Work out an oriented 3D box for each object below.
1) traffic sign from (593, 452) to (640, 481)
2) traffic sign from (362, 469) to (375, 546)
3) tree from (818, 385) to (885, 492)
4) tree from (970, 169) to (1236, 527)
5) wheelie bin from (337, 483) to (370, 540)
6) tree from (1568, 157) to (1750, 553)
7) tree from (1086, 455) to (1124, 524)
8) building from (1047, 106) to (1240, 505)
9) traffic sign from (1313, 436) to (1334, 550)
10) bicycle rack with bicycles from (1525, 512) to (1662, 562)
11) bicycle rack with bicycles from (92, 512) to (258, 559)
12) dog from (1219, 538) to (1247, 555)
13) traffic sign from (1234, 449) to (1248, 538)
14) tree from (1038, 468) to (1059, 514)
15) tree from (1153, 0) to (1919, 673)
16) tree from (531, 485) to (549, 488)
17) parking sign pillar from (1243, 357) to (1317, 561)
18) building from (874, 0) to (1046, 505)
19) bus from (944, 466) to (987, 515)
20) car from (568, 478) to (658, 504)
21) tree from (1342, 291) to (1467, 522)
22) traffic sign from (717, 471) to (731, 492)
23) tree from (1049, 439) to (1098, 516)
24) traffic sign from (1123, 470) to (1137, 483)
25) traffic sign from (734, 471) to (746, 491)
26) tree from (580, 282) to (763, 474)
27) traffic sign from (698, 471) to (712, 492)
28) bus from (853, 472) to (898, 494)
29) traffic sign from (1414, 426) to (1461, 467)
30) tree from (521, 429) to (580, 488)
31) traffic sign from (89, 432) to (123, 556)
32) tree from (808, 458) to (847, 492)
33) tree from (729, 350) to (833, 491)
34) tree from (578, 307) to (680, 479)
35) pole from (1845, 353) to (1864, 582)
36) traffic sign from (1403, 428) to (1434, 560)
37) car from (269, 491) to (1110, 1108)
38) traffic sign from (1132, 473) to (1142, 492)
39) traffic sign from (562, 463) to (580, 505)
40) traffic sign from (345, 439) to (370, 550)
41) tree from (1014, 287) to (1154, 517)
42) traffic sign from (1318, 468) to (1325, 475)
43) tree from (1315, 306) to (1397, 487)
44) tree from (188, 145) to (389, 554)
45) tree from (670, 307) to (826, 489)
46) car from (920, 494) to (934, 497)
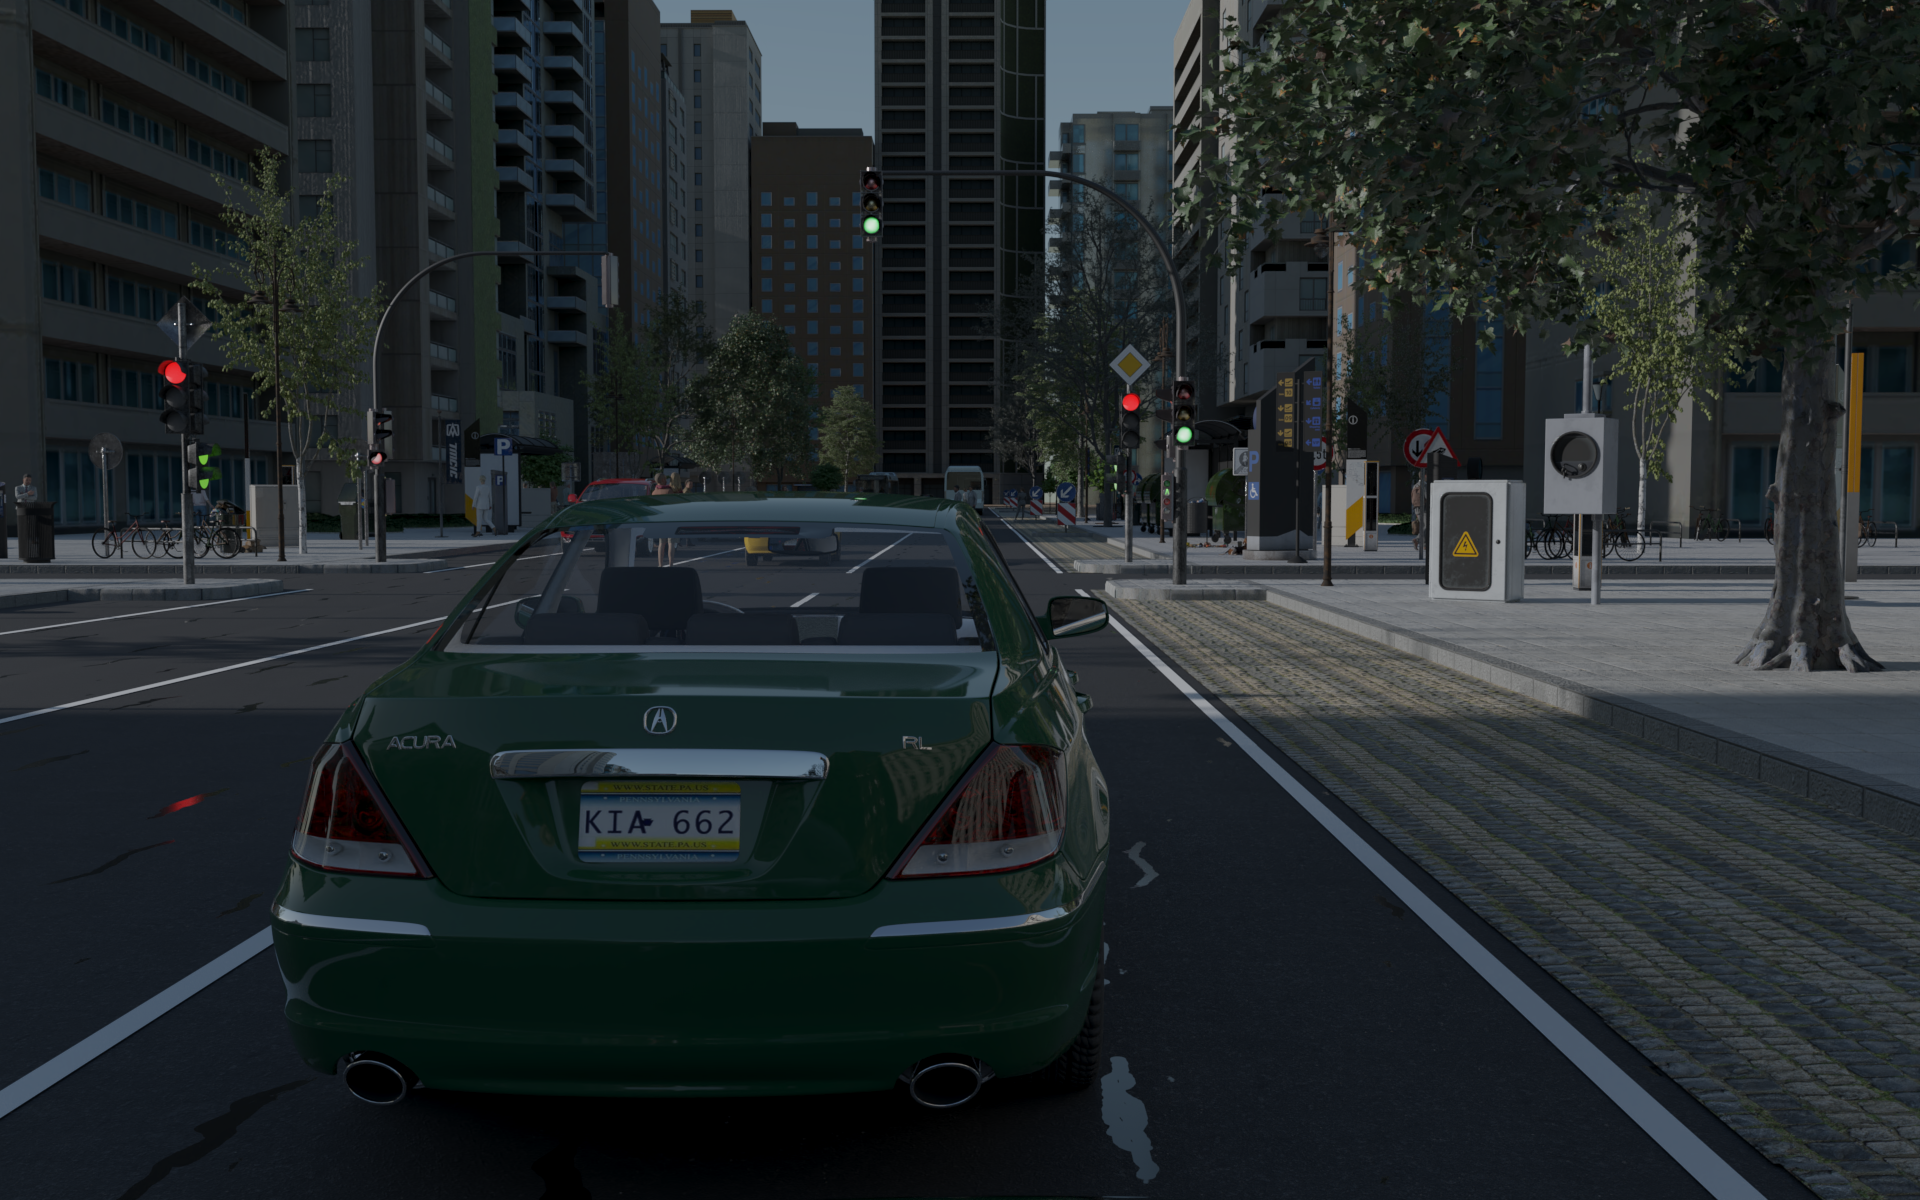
[{"bbox_3d":[-16.613,-5.502,83.832,2.265,3.308,0.079,0,4,3],"label":"traffic sign"},{"bbox_3d":[-14.665,-2.608,42.748,0.768,2.556,0.104,1,4,8],"label":"traffic sign"},{"bbox_3d":[-11.487,-16.050,180.537,7.486,12.596,7.792,0,3,0],"label":"tree"},{"bbox_3d":[5.595,-9.558,66.643,12.009,13.543,11.850,0,3,0],"label":"tree"},{"bbox_3d":[-17.007,-2.488,48.586,0.980,1.594,0.693,1,4,19],"label":"wheelie bin"},{"bbox_3d":[14.994,-5.313,37.226,4.737,8.622,4.395,0,3,0],"label":"tree"},{"bbox_3d":[6.147,-4.848,73.869,1.663,3.219,1.824,0,3,0],"label":"tree"},{"bbox_3d":[26.200,-36.508,216.508,30.456,49.044,23.786,0,4,0],"label":"building"},{"bbox_3d":[7.662,-2.277,37.331,0.768,2.556,0.104,0,4,3],"label":"traffic sign"},{"bbox_3d":[12.011,-1.231,33.502,2.925,0.926,2.852,-1,4,-13],"label":"bicycle rack with bicycles"},{"bbox_3d":[-15.469,-1.309,34.786,2.925,0.926,2.852,2,4,25],"label":"bicycle rack with bicycles"},{"bbox_3d":[5.861,-1.143,36.421,0.748,0.427,0.550,3,4,37],"label":"dog"},{"bbox_3d":[6.371,-2.225,38.503,0.606,2.300,0.079,0,4,3],"label":"traffic sign"},{"bbox_3d":[6.725,-8.204,128.743,1.663,3.219,1.824,0,3,0],"label":"tree"},{"bbox_3d":[6.186,-5.842,12.528,9.611,12.733,9.660,0,3,0],"label":"tree"},{"bbox_3d":[-21.879,-5.977,92.333,1.663,3.219,1.824,0,3,0],"label":"tree"},{"bbox_3d":[6.294,-2.782,33.959,1.447,3.967,1.447,-2,4,-26],"label":"parking sign pillar"},{"bbox_3d":[0.241,-47.428,213.698,20.611,71.187,20.563,0,4,0],"label":"building"},{"bbox_3d":[0.371,-7.671,120.281,2.948,3.499,13.247,0,4,1],"label":"bus"},{"bbox_3d":[-8.073,-2.004,41.446,2.281,1.827,5.304,0,4,1],"label":"car"},{"bbox_3d":[15.513,-6.698,59.867,4.360,8.622,3.978,0,3,0],"label":"tree"},{"bbox_3d":[-13.168,-5.910,96.735,0.768,2.556,0.104,0,4,1],"label":"traffic sign"},{"bbox_3d":[6.928,-7.284,102.810,4.285,4.588,4.351,0,3,0],"label":"tree"},{"bbox_3d":[8.486,-5.316,87.014,0.768,2.556,0.104,0,4,4],"label":"traffic sign"},{"bbox_3d":[-12.324,-5.916,96.825,0.768,2.556,0.104,0,4,2],"label":"traffic sign"},{"bbox_3d":[-13.106,-8.670,76.173,7.601,10.594,8.767,2,4,34],"label":"tree"},{"bbox_3d":[-14.307,-5.940,97.225,0.768,2.556,0.104,0,4,4],"label":"traffic sign"},{"bbox_3d":[-6.780,-9.020,142.336,2.948,3.499,13.247,0,4,2],"label":"bus"},{"bbox_3d":[9.197,-2.043,33.405,0.884,2.594,0.081,0,4,5],"label":"traffic sign"},{"bbox_3d":[-20.788,-6.315,86.961,4.285,4.588,4.351,0,3,0],"label":"tree"},{"bbox_3d":[-17.640,-2.181,35.759,0.768,2.556,0.104,1,4,9],"label":"traffic sign"},{"bbox_3d":[-12.779,-11.402,170.138,4.285,4.588,4.351,0,3,0],"label":"tree"},{"bbox_3d":[-12.558,-11.905,120.400,9.928,11.665,9.643,0,3,0],"label":"tree"},{"bbox_3d":[-12.776,-7.180,67.750,4.737,8.622,4.395,0,3,0],"label":"tree"},{"bbox_3d":[12.998,-1.917,25.185,0.158,3.312,0.155,0,3,0],"label":"pole"},{"bbox_3d":[9.007,-2.058,33.755,0.768,2.556,0.104,0,4,4],"label":"traffic sign"},{"bbox_3d":[-0.540,0.378,5.614,2.131,1.459,4.920,0,4,1],"label":"car"},{"bbox_3d":[10.594,-6.368,104.217,0.768,2.556,0.104,1,4,9],"label":"traffic sign"},{"bbox_3d":[-12.597,-3.301,56.107,0.606,2.300,0.079,0,4,1],"label":"traffic sign"},{"bbox_3d":[-13.797,-2.427,39.793,0.768,2.556,0.104,1,4,9],"label":"traffic sign"},{"bbox_3d":[6.720,-10.788,94.515,7.486,12.596,7.792,0,3,0],"label":"tree"},{"bbox_3d":[10.173,-3.052,50.006,0.768,2.556,0.104,0,4,5],"label":"traffic sign"},{"bbox_3d":[15.208,-7.208,68.208,4.737,8.622,4.395,0,3,0],"label":"tree"},{"bbox_3d":[-14.071,-5.287,36.805,4.737,8.622,4.395,0,3,0],"label":"tree"},{"bbox_3d":[-12.736,-11.565,106.095,9.611,12.733,9.660,0,3,0],"label":"tree"},{"bbox_3d":[-3.069,-9.152,159.414,2.009,1.686,4.222,0,4,0],"label":"car"}]
